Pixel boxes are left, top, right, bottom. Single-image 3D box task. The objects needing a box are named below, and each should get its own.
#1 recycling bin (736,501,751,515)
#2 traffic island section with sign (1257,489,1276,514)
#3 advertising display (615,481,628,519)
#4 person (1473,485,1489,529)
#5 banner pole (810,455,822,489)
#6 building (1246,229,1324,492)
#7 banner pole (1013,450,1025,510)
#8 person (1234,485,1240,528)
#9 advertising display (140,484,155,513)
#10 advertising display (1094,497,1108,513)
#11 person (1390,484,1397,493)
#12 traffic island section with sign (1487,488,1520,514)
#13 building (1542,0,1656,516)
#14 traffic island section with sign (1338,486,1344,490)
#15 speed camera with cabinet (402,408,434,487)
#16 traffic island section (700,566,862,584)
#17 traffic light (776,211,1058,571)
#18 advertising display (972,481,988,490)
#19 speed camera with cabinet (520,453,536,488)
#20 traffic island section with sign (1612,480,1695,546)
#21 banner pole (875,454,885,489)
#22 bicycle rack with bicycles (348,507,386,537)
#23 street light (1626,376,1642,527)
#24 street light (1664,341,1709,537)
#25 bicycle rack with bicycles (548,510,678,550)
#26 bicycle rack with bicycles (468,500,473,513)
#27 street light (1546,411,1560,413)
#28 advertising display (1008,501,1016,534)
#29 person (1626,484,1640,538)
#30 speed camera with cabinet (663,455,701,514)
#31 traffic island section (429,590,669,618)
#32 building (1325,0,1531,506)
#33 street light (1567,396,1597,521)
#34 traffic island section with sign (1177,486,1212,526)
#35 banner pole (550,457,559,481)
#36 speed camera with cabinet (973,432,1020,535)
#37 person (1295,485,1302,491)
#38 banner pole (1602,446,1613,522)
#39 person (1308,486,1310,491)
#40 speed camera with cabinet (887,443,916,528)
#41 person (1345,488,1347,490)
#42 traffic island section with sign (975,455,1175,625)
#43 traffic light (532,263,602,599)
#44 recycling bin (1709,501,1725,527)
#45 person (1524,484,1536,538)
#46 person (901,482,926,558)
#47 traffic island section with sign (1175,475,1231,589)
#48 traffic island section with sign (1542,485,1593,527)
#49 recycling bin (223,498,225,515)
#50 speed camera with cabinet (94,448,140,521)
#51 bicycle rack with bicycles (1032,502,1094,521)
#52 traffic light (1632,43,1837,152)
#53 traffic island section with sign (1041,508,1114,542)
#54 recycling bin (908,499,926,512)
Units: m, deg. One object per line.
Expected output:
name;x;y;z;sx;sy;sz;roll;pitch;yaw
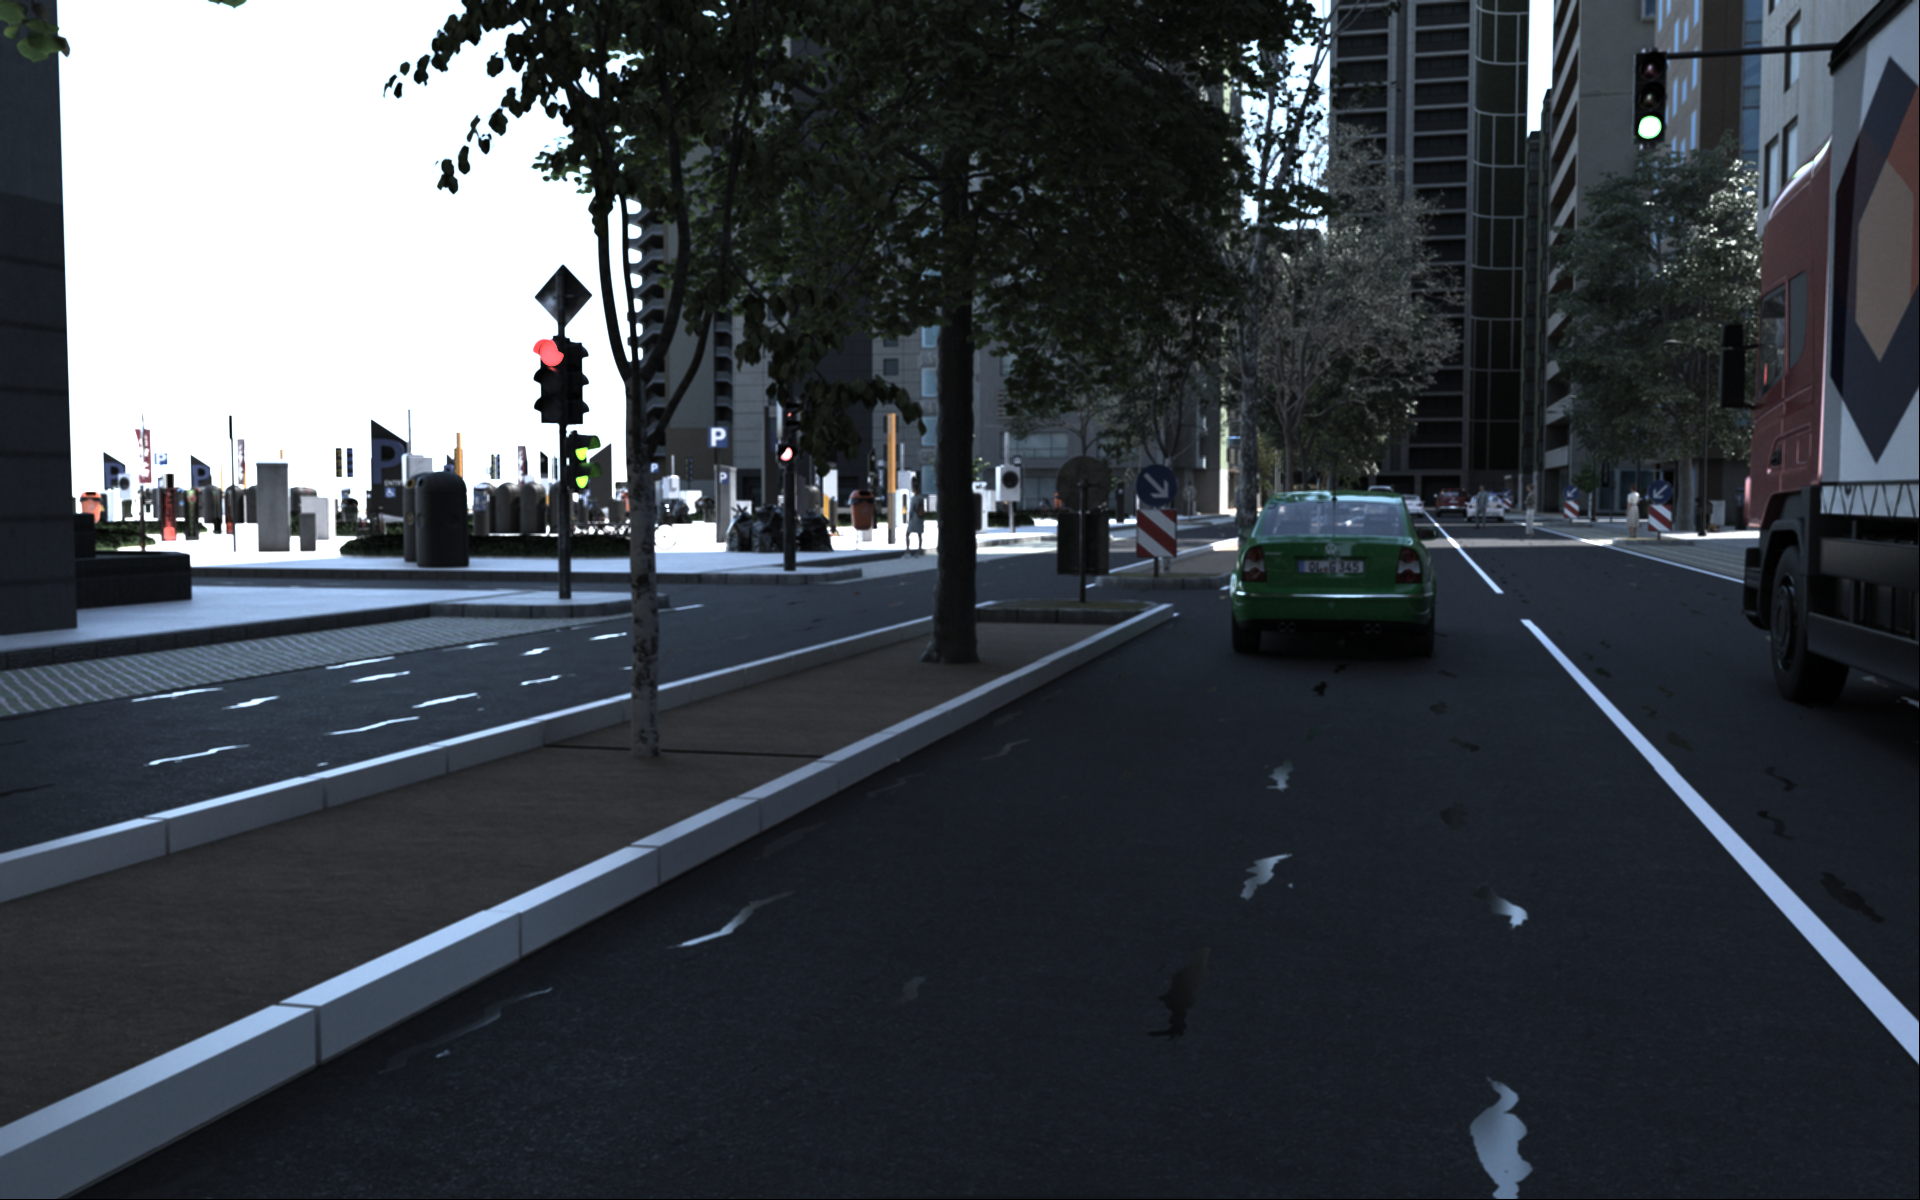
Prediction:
recycling bin;-8.489;-3.306;66.604;0.722;1.027;0.722;-2;4;-30
traffic island section with sign;22.949;-7.268;127.461;1.989;1.847;2.006;1;4;14
advertising display;-16.845;-4.980;86.635;0.974;1.923;0.123;2;4;27
person;21.591;-3.859;71.692;0.391;1.810;0.635;-3;5;-41
banner pole;-7.995;-6.440;95.309;0.863;3.779;0.401;1;4;15
building;32.907;-25.652;191.106;14.107;30.474;14.160;1;4;14
banner pole;3.443;-6.669;99.059;0.863;3.779;0.401;0;4;-2
person;11.907;-3.970;73.595;0.526;1.800;0.537;2;4;35
advertising display;-54.139;-6.742;115.438;0.974;1.923;0.123;-3;5;-45
advertising display;6.135;-4.389;76.972;0.974;1.923;0.123;2;4;34
person;18.471;-4.032;74.207;0.659;1.850;0.755;-1;4;-9
traffic island section with sign;38.792;-7.018;123.367;1.989;1.847;2.006;1;4;14
building;48.112;-29.493;105.919;21.300;48.544;21.600;1;4;14
traffic island section with sign;21.979;-5.610;99.862;2.006;1.907;1.989;1;4;14
speed camera with cabinet;-12.176;-2.765;39.539;0.660;3.252;2.038;-2;4;-32
traffic island section;-2.869;-0.412;29.016;2.009;0.180;2.903;1;4;14
traffic light;-0.785;-3.285;28.382;4.771;5.953;1.251;1;4;14
advertising display;0.903;-4.966;86.404;0.974;1.923;0.123;-1;4;-21
speed camera with cabinet;-21.470;-5.526;84.678;0.660;3.252;2.038;-3;5;-41
traffic island section with sign;19.538;-2.463;48.900;1.989;1.847;2.006;1;4;14
banner pole;-5.010;-7.114;106.336;0.863;3.779;0.401;1;4;17
bicycle rack with bicycles;-15.386;-2.055;46.984;2.852;0.926;2.925;0;4;-3
street light;25.684;-5.774;66.952;1.470;5.913;1.316;1;4;14
street light;21.997;-4.889;52.471;1.470;5.913;1.316;1;4;14
bicycle rack with bicycles;-7.877;-1.582;39.240;2.925;0.926;2.852;-1;4;-14
bicycle rack with bicycles;-29.876;-5.473;102.862;2.852;0.926;2.925;2;4;30
street light;33.407;-7.591;96.659;1.470;5.913;1.316;1;4;14
advertising display;1.704;-3.135;56.477;0.123;1.923;0.974;0;4;-6
person;21.328;-2.812;55.045;0.480;1.755;0.524;-2;4;-24
speed camera with cabinet;-14.258;-5.781;88.857;2.038;3.252;0.660;-3;5;-44
traffic island section;-4.869;0.061;21.285;2.009;0.180;2.903;1;4;14
building;50.943;-45.900;188.720;20.611;71.187;20.563;1;4;14
street light;29.580;-6.708;82.214;1.470;5.913;1.316;1;4;14
traffic island section with sign;10.555;-4.337;79.540;1.989;1.847;2.006;1;4;14
banner pole;-24.105;-6.954;103.710;0.863;3.779;0.401;0;4;-3
speed camera with cabinet;0.862;-3.710;54.993;2.038;3.252;0.660;-1;4;-13
person;13.260;-3.594;67.451;0.709;1.800;0.728;2;4;30
banner pole;29.377;-5.412;78.497;0.863;3.779;0.401;-2;4;-26
person;14.721;-3.959;73.498;0.678;1.792;0.850;2;4;27
speed camera with cabinet;-2.243;-4.435;66.854;0.660;3.252;2.038;1;4;15
person;20.382;-5.071;91.757;0.694;1.780;0.624;3;4;38
traffic island section with sign;1.302;-0.722;19.938;2.006;1.907;1.989;1;4;14
traffic light;-4.833;-1.971;21.141;0.839;4.253;0.868;1;4;14
recycling bin;29.247;-3.349;67.307;0.722;1.027;0.722;1;4;8
person;18.525;-2.895;56.385;0.362;1.759;0.519;1;4;11
person;-0.979;-1.776;38.549;0.522;1.701;0.512;3;4;36
traffic island section with sign;3.166;-1.160;27.107;2.006;1.907;1.989;1;4;14
traffic island section with sign;26.293;-4.059;74.998;1.989;1.847;2.006;1;4;14
recycling bin;-44.723;-5.705;105.827;0.722;1.027;0.722;3;5;42
speed camera with cabinet;-36.398;-4.918;74.737;2.038;3.252;0.660;1;4;19
bicycle rack with bicycles;5.052;-4.296;83.617;2.925;0.926;2.852;0;4;8
traffic light;9.207;-2.613;17.394;4.771;5.953;1.251;1;4;14
traffic island section with sign;3.625;-2.699;52.763;1.989;1.847;2.006;1;4;14
recycling bin;-2.246;-4.802;91.068;0.722;1.027;0.722;2;4;27
